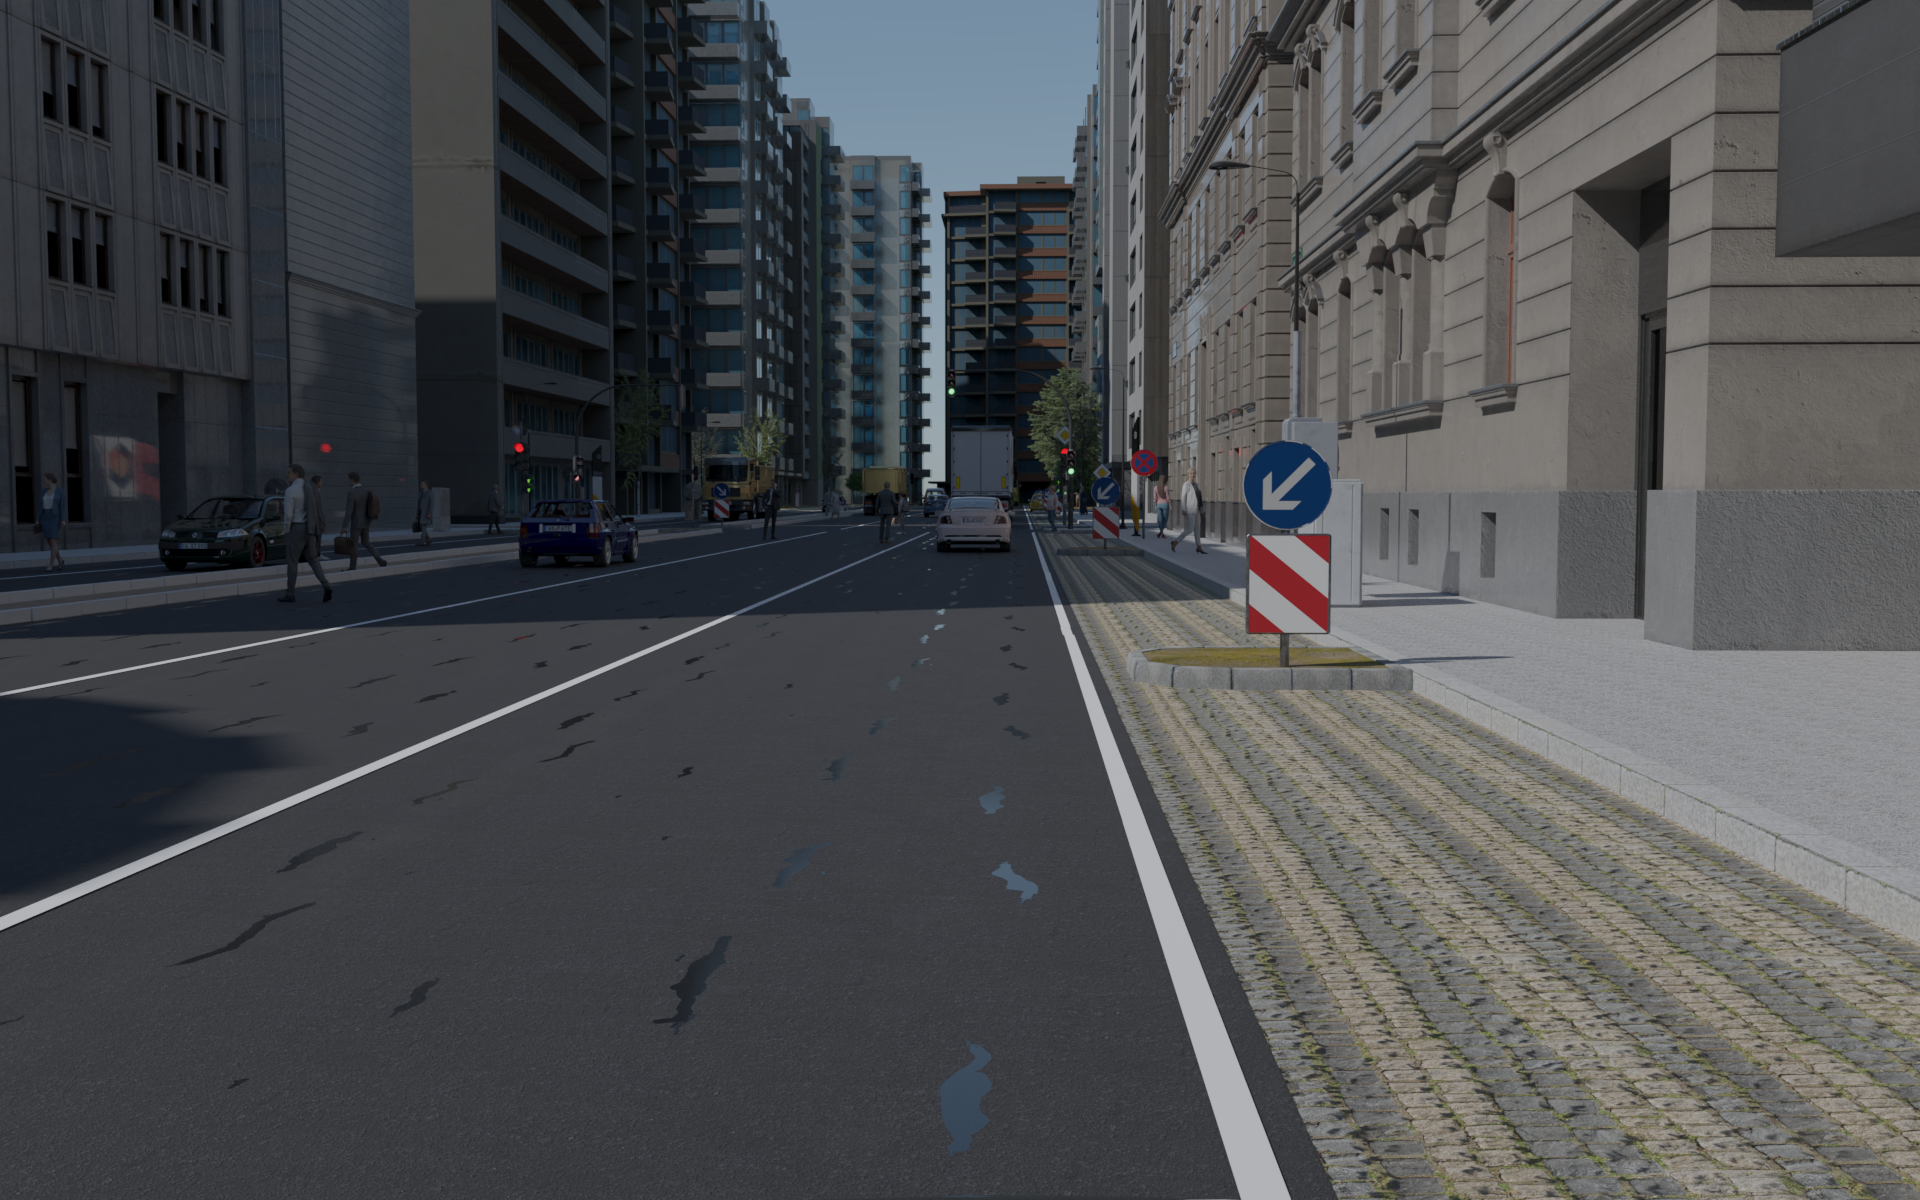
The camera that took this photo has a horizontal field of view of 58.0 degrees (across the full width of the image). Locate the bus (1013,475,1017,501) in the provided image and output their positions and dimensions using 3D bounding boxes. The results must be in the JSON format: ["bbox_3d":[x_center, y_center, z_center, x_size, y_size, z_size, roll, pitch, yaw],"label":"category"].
[{"bbox_3d":[1.718,-6.340,98.515,2.948,3.499,13.247,0,4,2],"label":"bus"}]

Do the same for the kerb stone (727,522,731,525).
[{"bbox_3d":[-10.559,-3.405,77.963,0.120,0.150,1.000,0,4,2],"label":"kerb stone"}]

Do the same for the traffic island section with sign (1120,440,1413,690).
[{"bbox_3d":[2.328,-0.299,13.519,1.989,1.847,2.006,0,4,2],"label":"traffic island section with sign"}]

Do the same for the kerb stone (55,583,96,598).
[{"bbox_3d":[-12.411,-0.120,24.152,0.120,0.150,1.000,0,4,2],"label":"kerb stone"}]

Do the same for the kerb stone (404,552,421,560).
[{"bbox_3d":[-11.952,-0.935,37.476,0.120,0.150,1.000,0,4,2],"label":"kerb stone"}]

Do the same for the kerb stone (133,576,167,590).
[{"bbox_3d":[-12.347,-0.241,26.208,0.120,0.150,1.000,0,4,2],"label":"kerb stone"}]

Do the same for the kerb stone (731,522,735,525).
[{"bbox_3d":[-10.522,-3.473,78.985,0.120,0.150,1.000,0,4,2],"label":"kerb stone"}]

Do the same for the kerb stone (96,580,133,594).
[{"bbox_3d":[-12.380,-0.182,25.187,0.120,0.150,1.000,0,4,2],"label":"kerb stone"}]

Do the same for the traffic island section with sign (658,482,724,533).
[{"bbox_3d":[-9.980,-3.418,64.019,2.006,1.907,1.989,0,4,2],"label":"traffic island section with sign"}]

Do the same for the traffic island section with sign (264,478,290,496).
[{"bbox_3d":[-16.624,-2.020,41.656,1.989,1.847,2.006,0,4,2],"label":"traffic island section with sign"}]

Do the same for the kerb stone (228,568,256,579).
[{"bbox_3d":[-12.234,-0.434,29.285,0.120,0.150,1.000,0,4,2],"label":"kerb stone"}]

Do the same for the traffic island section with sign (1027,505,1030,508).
[{"bbox_3d":[7.845,-10.052,172.972,1.989,1.847,2.006,0,4,2],"label":"traffic island section with sign"}]

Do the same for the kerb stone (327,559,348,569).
[{"bbox_3d":[-12.098,-0.682,33.391,0.120,0.150,1.000,0,4,2],"label":"kerb stone"}]

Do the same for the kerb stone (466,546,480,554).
[{"bbox_3d":[-11.808,-1.184,41.561,0.120,0.150,1.000,0,4,2],"label":"kerb stone"}]

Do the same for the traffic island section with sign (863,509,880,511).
[{"bbox_3d":[-7.134,-8.464,146.516,2.006,1.907,1.989,0,4,2],"label":"traffic island section with sign"}]

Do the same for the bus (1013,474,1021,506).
[{"bbox_3d":[6.047,-13.663,214.934,2.896,3.916,12.252,0,4,3],"label":"bus"}]

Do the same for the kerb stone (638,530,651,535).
[{"bbox_3d":[-11.150,-2.374,61.012,0.120,0.150,1.000,0,4,2],"label":"kerb stone"}]

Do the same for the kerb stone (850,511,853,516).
[{"bbox_3d":[-7.256,-5.535,112.722,0.120,0.150,1.000,0,4,2],"label":"kerb stone"}]

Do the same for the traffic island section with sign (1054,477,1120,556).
[{"bbox_3d":[3.276,-1.959,40.660,1.989,1.847,2.006,0,4,2],"label":"traffic island section with sign"}]

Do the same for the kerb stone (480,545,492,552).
[{"bbox_3d":[-11.779,-1.247,42.583,0.120,0.150,1.000,0,4,2],"label":"kerb stone"}]

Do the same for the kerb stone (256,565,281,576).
[{"bbox_3d":[-12.208,-0.491,30.313,0.120,0.150,1.000,0,4,2],"label":"kerb stone"}]

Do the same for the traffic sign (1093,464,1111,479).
[{"bbox_3d":[6.145,-4.586,74.717,0.795,2.593,0.064,0,4,8],"label":"traffic sign"}]

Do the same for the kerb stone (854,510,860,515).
[{"bbox_3d":[-7.080,-5.848,117.843,0.120,0.150,1.000,0,4,2],"label":"kerb stone"}]

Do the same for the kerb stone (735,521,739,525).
[{"bbox_3d":[-10.486,-3.531,80.011,0.120,0.150,1.000,0,4,2],"label":"kerb stone"}]

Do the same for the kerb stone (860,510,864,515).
[{"bbox_3d":[-6.936,-6.100,121.934,0.120,0.150,1.000,0,4,2],"label":"kerb stone"}]

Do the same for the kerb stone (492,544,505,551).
[{"bbox_3d":[-11.732,-1.309,43.604,0.120,0.150,1.000,0,4,2],"label":"kerb stone"}]

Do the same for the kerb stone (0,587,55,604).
[{"bbox_3d":[-12.454,-0.053,23.130,0.120,0.150,1.000,0,4,2],"label":"kerb stone"}]

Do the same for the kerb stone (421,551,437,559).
[{"bbox_3d":[-11.913,-0.994,38.498,0.120,0.150,1.000,0,4,2],"label":"kerb stone"}]

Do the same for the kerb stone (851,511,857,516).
[{"bbox_3d":[-7.145,-5.724,115.797,0.120,0.150,1.000,0,4,2],"label":"kerb stone"}]

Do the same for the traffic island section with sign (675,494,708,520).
[{"bbox_3d":[-14.724,-5.383,96.638,1.989,1.847,2.006,0,4,2],"label":"traffic island section with sign"}]

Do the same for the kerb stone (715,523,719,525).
[{"bbox_3d":[-10.671,-3.223,74.888,0.120,0.150,1.000,0,4,2],"label":"kerb stone"}]

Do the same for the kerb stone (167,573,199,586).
[{"bbox_3d":[-12.310,-0.308,27.232,0.120,0.150,1.000,0,4,2],"label":"kerb stone"}]

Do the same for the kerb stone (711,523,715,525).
[{"bbox_3d":[-10.700,-3.160,73.862,0.120,0.150,1.000,0,4,2],"label":"kerb stone"}]

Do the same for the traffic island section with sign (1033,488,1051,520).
[{"bbox_3d":[5.184,-5.335,95.862,1.989,1.847,2.006,0,4,2],"label":"traffic island section with sign"}]

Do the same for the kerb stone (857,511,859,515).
[{"bbox_3d":[-7.108,-5.788,116.821,0.120,0.150,1.000,0,4,2],"label":"kerb stone"}]

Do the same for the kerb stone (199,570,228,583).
[{"bbox_3d":[-12.267,-0.371,28.259,0.120,0.150,1.000,0,4,2],"label":"kerb stone"}]

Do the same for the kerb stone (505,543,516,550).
[{"bbox_3d":[-11.714,-1.372,44.630,0.120,0.150,1.000,0,4,2],"label":"kerb stone"}]

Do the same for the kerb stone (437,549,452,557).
[{"bbox_3d":[-11.882,-1.054,39.519,0.120,0.150,1.000,0,4,2],"label":"kerb stone"}]

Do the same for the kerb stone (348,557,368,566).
[{"bbox_3d":[-12.066,-0.747,34.413,0.120,0.150,1.000,0,4,2],"label":"kerb stone"}]

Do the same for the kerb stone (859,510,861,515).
[{"bbox_3d":[-7.049,-5.909,118.869,0.120,0.150,1.000,0,4,2],"label":"kerb stone"}]

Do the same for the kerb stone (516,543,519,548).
[{"bbox_3d":[-11.672,-1.431,45.652,0.120,0.150,1.000,0,4,2],"label":"kerb stone"}]

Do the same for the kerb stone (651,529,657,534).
[{"bbox_3d":[-11.110,-2.437,62.034,0.120,0.150,1.000,0,4,2],"label":"kerb stone"}]

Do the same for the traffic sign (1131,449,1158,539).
[{"bbox_3d":[5.245,-3.016,49.418,0.768,2.556,0.104,0,4,4],"label":"traffic sign"}]

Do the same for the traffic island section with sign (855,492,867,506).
[{"bbox_3d":[-11.124,-11.759,200.880,1.989,1.847,2.006,0,4,2],"label":"traffic island section with sign"}]

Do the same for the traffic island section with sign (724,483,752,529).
[{"bbox_3d":[-9.715,-3.871,71.422,2.006,1.907,1.989,0,4,2],"label":"traffic island section with sign"}]

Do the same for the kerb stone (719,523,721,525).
[{"bbox_3d":[-10.627,-3.285,75.912,0.120,0.150,1.000,0,4,2],"label":"kerb stone"}]

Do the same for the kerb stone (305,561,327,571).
[{"bbox_3d":[-12.129,-0.621,32.355,0.120,0.150,1.000,0,4,2],"label":"kerb stone"}]

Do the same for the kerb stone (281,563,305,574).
[{"bbox_3d":[-12.167,-0.559,31.334,0.120,0.150,1.000,0,4,2],"label":"kerb stone"}]

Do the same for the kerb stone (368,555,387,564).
[{"bbox_3d":[-12.019,-0.806,35.434,0.120,0.150,1.000,0,4,2],"label":"kerb stone"}]

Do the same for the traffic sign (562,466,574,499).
[{"bbox_3d":[-17.395,-4.725,77.357,0.768,2.556,0.104,1,4,8],"label":"traffic sign"}]

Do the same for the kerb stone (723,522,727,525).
[{"bbox_3d":[-10.590,-3.347,76.939,0.120,0.150,1.000,0,4,2],"label":"kerb stone"}]

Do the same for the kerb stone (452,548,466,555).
[{"bbox_3d":[-11.851,-1.122,40.540,0.120,0.150,1.000,0,4,2],"label":"kerb stone"}]

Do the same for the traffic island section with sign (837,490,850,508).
[{"bbox_3d":[-12.061,-10.111,173.942,1.989,1.847,2.006,0,4,2],"label":"traffic island section with sign"}]

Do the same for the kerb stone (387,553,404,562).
[{"bbox_3d":[-11.987,-0.864,36.455,0.120,0.150,1.000,0,4,2],"label":"kerb stone"}]

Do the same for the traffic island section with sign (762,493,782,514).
[{"bbox_3d":[-13.792,-7.031,123.577,1.989,1.847,2.006,0,4,2],"label":"traffic island section with sign"}]
